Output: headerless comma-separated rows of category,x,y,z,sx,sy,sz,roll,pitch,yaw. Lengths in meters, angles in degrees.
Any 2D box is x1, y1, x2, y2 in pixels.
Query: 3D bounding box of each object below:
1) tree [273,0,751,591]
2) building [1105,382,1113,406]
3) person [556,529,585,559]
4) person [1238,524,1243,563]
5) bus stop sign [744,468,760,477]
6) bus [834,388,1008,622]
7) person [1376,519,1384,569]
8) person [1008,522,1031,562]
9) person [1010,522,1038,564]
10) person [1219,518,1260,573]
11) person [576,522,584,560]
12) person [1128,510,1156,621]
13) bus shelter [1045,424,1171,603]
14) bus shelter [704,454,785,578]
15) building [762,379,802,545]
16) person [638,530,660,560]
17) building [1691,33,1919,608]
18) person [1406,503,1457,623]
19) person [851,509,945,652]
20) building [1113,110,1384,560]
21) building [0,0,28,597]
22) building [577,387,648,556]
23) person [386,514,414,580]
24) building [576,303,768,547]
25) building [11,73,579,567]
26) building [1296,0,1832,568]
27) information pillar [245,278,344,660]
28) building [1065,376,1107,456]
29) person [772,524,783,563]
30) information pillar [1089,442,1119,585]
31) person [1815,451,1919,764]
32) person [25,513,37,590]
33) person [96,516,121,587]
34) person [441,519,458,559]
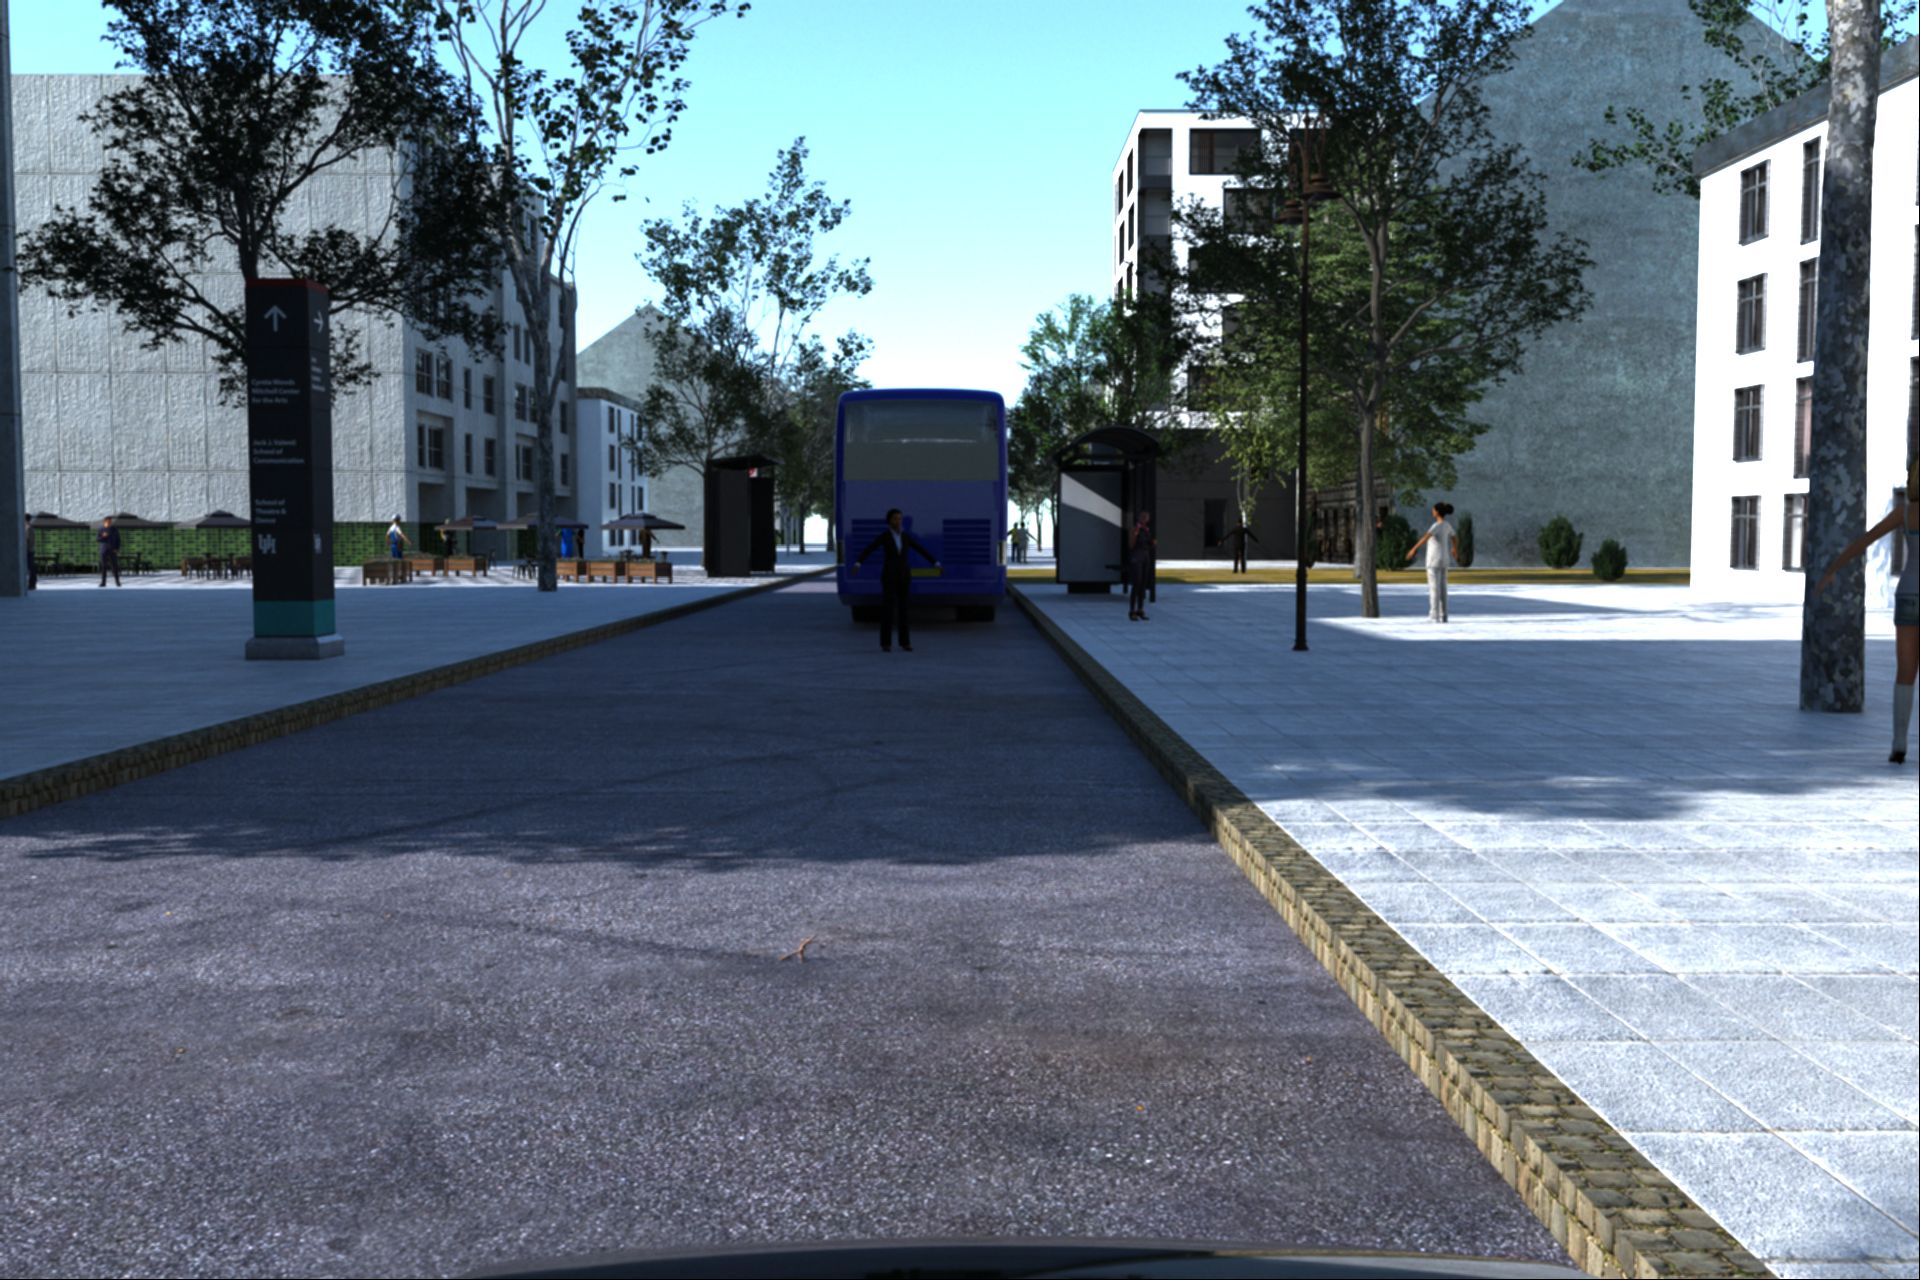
tree,-10.519,-11.112,37.568,12.611,20.169,13.585,0,3,0
building,20.572,-20.021,183.768,16.016,20.090,11.380,0,4,0
person,-14.374,-3.504,63.419,1.347,1.817,0.704,-3,5,-41
person,12.236,-4.228,75.935,0.721,1.733,1.217,1,4,20
bus stop sign,-7.128,-4.335,59.585,0.855,3.939,0.416,0,4,0
bus,-0.629,-2.425,31.197,2.896,3.916,12.251,0,4,-1
person,15.390,-3.517,63.435,0.705,1.837,1.347,2,4,34
person,2.546,-4.448,78.691,1.349,1.833,0.705,1,4,16
person,2.729,-4.206,74.949,1.347,1.806,0.705,2,4,31
person,9.154,-3.089,56.724,1.346,1.802,0.704,0,4,1
person,-17.120,-4.395,78.046,0.705,1.806,1.347,-1,4,-21
person,2.708,-1.116,25.764,0.415,1.643,0.593,0,4,6
bus shelter,2.875,-2.500,34.791,2.014,3.302,5.546,0,4,0
bus shelter,-6.625,-3.824,53.813,1.731,3.624,6.357,0,4,1
building,-29.001,-21.117,211.713,16.747,18.905,31.486,0,4,0
person,-11.771,-3.613,65.217,0.704,1.812,1.346,-3,5,-43
building,20.605,-5.014,24.131,9.099,9.664,28.070,0,4,0
person,6.893,-1.128,25.208,1.217,1.739,0.721,-3,5,-42
person,-0.757,-0.730,21.117,1.216,1.740,0.721,-1,4,-22
building,22.559,-15.665,100.092,27.936,21.610,32.646,0,3,0
building,-27.595,-9.358,19.462,16.747,18.905,31.486,0,3,0
building,-24.816,-10.468,113.294,9.099,9.664,28.070,0,4,1
person,-15.845,-2.629,48.834,1.347,1.847,0.705,3,5,41
building,-29.564,-20.985,174.039,19.493,23.208,18.063,0,4,-1
building,-30.049,-13.223,82.653,16.747,18.905,31.486,0,4,0
building,25.494,-14.848,73.699,19.493,23.208,18.063,0,3,0
information pillar,-6.906,-1.744,17.894,0.750,3.857,0.750,0,4,-1
building,21.741,-22.333,196.070,19.493,23.208,18.063,0,4,0
person,-8.404,-4.360,77.414,1.348,1.813,0.705,-3,5,-43
information pillar,3.584,-3.309,43.484,0.750,3.857,0.750,0,4,0
person,5.416,-0.186,9.652,1.214,1.753,0.721,3,5,40
person,-21.598,-2.033,39.813,0.750,1.759,0.617,-1,4,-9
person,-20.782,-2.160,42.275,0.541,1.710,0.530,-1,4,-15
person,-19.680,-3.732,66.804,0.705,1.856,1.354,0,4,-1
